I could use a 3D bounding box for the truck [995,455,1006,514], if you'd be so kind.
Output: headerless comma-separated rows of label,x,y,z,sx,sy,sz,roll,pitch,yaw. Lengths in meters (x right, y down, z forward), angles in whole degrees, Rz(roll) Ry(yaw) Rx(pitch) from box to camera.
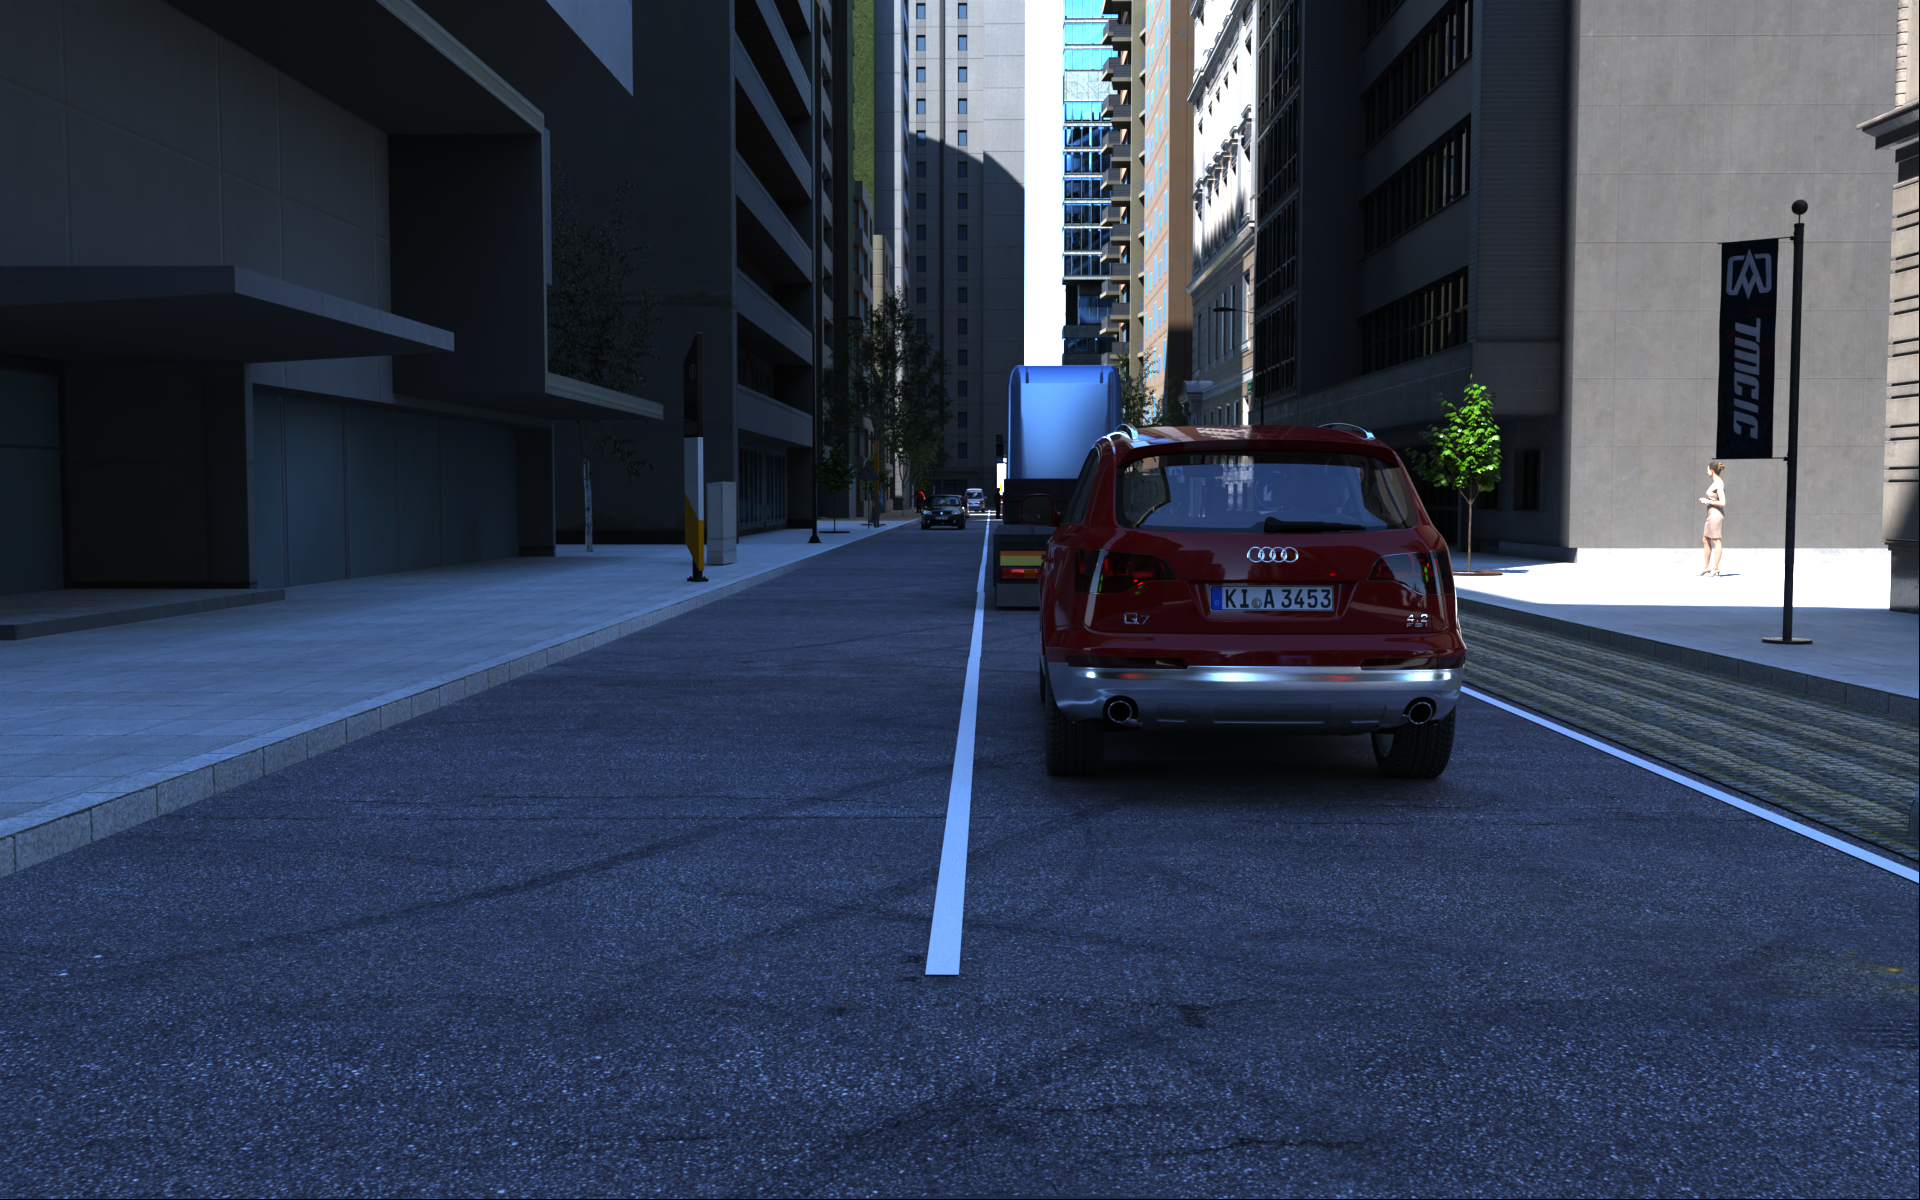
truck,3.988,-8.533,128.428,2.839,4.237,11.283,0,4,1

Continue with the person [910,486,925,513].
person,-2.803,-6.772,116.707,1.348,1.831,0.705,3,5,41

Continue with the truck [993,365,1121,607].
truck,1.958,-2.485,30.391,2.967,4.110,18.799,0,4,2

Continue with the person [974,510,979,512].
person,1.345,-8.076,140.532,0.705,1.826,1.348,-2,4,-33

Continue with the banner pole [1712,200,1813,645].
banner pole,6.964,-1.527,14.986,0.863,3.779,0.401,3,5,40

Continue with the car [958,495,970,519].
car,-0.413,-5.513,102.495,2.083,1.381,4.827,0,4,2

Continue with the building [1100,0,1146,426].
building,22.754,-29.672,139.761,22.147,44.769,28.867,0,4,1

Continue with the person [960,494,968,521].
person,0.201,-4.851,91.040,0.421,1.427,0.697,0,4,8

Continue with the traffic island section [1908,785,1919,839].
traffic island section,4.939,0.975,6.342,2.009,0.180,2.903,0,4,1

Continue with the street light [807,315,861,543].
street light,-3.268,-4.442,45.160,1.470,5.913,1.316,0,4,1

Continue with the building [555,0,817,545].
building,-16.201,-26.266,53.149,21.300,48.544,21.600,0,4,1

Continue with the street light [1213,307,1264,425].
street light,6.974,-4.316,43.111,1.470,5.913,1.316,0,4,1

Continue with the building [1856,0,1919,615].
building,19.874,-10.831,13.252,21.152,22.565,11.583,0,4,1

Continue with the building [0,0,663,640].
building,-19.652,-26.382,20.590,28.713,52.752,27.495,0,4,1

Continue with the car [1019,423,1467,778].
car,1.492,-0.100,10.301,2.281,1.827,5.304,0,4,2

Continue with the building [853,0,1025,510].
building,-7.584,-38.818,176.667,28.212,58.520,21.231,0,4,1

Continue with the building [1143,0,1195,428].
building,17.533,-27.123,93.572,14.600,45.320,14.200,0,4,1

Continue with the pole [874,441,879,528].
pole,-3.189,-4.423,66.151,0.158,3.312,0.155,0,3,0

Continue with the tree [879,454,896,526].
tree,-3.540,-4.657,70.750,1.663,3.219,1.824,0,3,0

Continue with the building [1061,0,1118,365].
building,22.029,-52.801,175.972,31.000,86.520,22.319,0,4,1

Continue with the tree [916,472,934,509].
tree,-3.049,-9.481,149.611,1.663,3.219,1.824,0,3,0

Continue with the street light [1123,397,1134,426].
street light,7.608,-6.654,81.339,1.470,5.913,1.316,0,4,1

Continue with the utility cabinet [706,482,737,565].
utility cabinet,-4.357,-1.401,31.587,0.318,1.500,1.173,0,4,4

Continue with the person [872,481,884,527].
person,-3.225,-3.767,67.903,0.793,1.790,0.793,-3,4,-38

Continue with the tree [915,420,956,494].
tree,-2.424,-12.784,159.377,4.360,8.622,3.978,0,3,0

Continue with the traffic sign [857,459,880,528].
traffic sign,-3.408,-3.948,64.555,0.884,2.594,0.081,0,4,6

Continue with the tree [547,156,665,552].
tree,-8.208,-5.348,37.809,4.360,8.622,3.978,0,3,0

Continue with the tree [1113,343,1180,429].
tree,8.597,-8.253,85.292,4.737,8.622,4.395,0,3,0

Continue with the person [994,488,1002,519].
person,2.230,-5.564,99.605,0.705,1.807,1.348,-2,4,-24

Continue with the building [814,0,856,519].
building,-12.914,-19.385,88.641,14.160,30.474,14.107,0,4,1

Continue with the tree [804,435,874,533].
tree,-4.022,-3.815,56.975,1.663,3.219,1.824,0,3,0

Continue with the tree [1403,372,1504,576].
tree,8.171,-2.013,27.515,1.663,3.219,1.824,0,3,0

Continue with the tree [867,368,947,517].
tree,-3.188,-8.994,97.418,4.737,8.622,4.395,0,3,0

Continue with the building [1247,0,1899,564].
building,16.917,-13.869,45.830,14.314,24.678,30.058,0,4,1

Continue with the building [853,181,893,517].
building,-18.932,-16.235,110.488,27.650,21.520,28.899,0,4,1

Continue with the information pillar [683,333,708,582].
information pillar,-3.898,-2.082,25.390,0.183,3.616,0.504,-2,4,-34

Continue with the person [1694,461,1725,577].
person,11.588,-1.244,26.725,0.374,1.781,0.599,1,4,13

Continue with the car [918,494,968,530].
car,-0.671,-3.729,70.764,2.009,1.686,4.222,0,4,2

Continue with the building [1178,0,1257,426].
building,16.831,-17.428,70.855,13.634,28.700,20.117,0,4,1

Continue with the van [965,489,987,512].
van,1.121,-7.900,136.183,2.013,2.044,4.112,0,4,2

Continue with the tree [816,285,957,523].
tree,-3.569,-8.729,77.138,7.601,10.594,8.767,0,4,6
